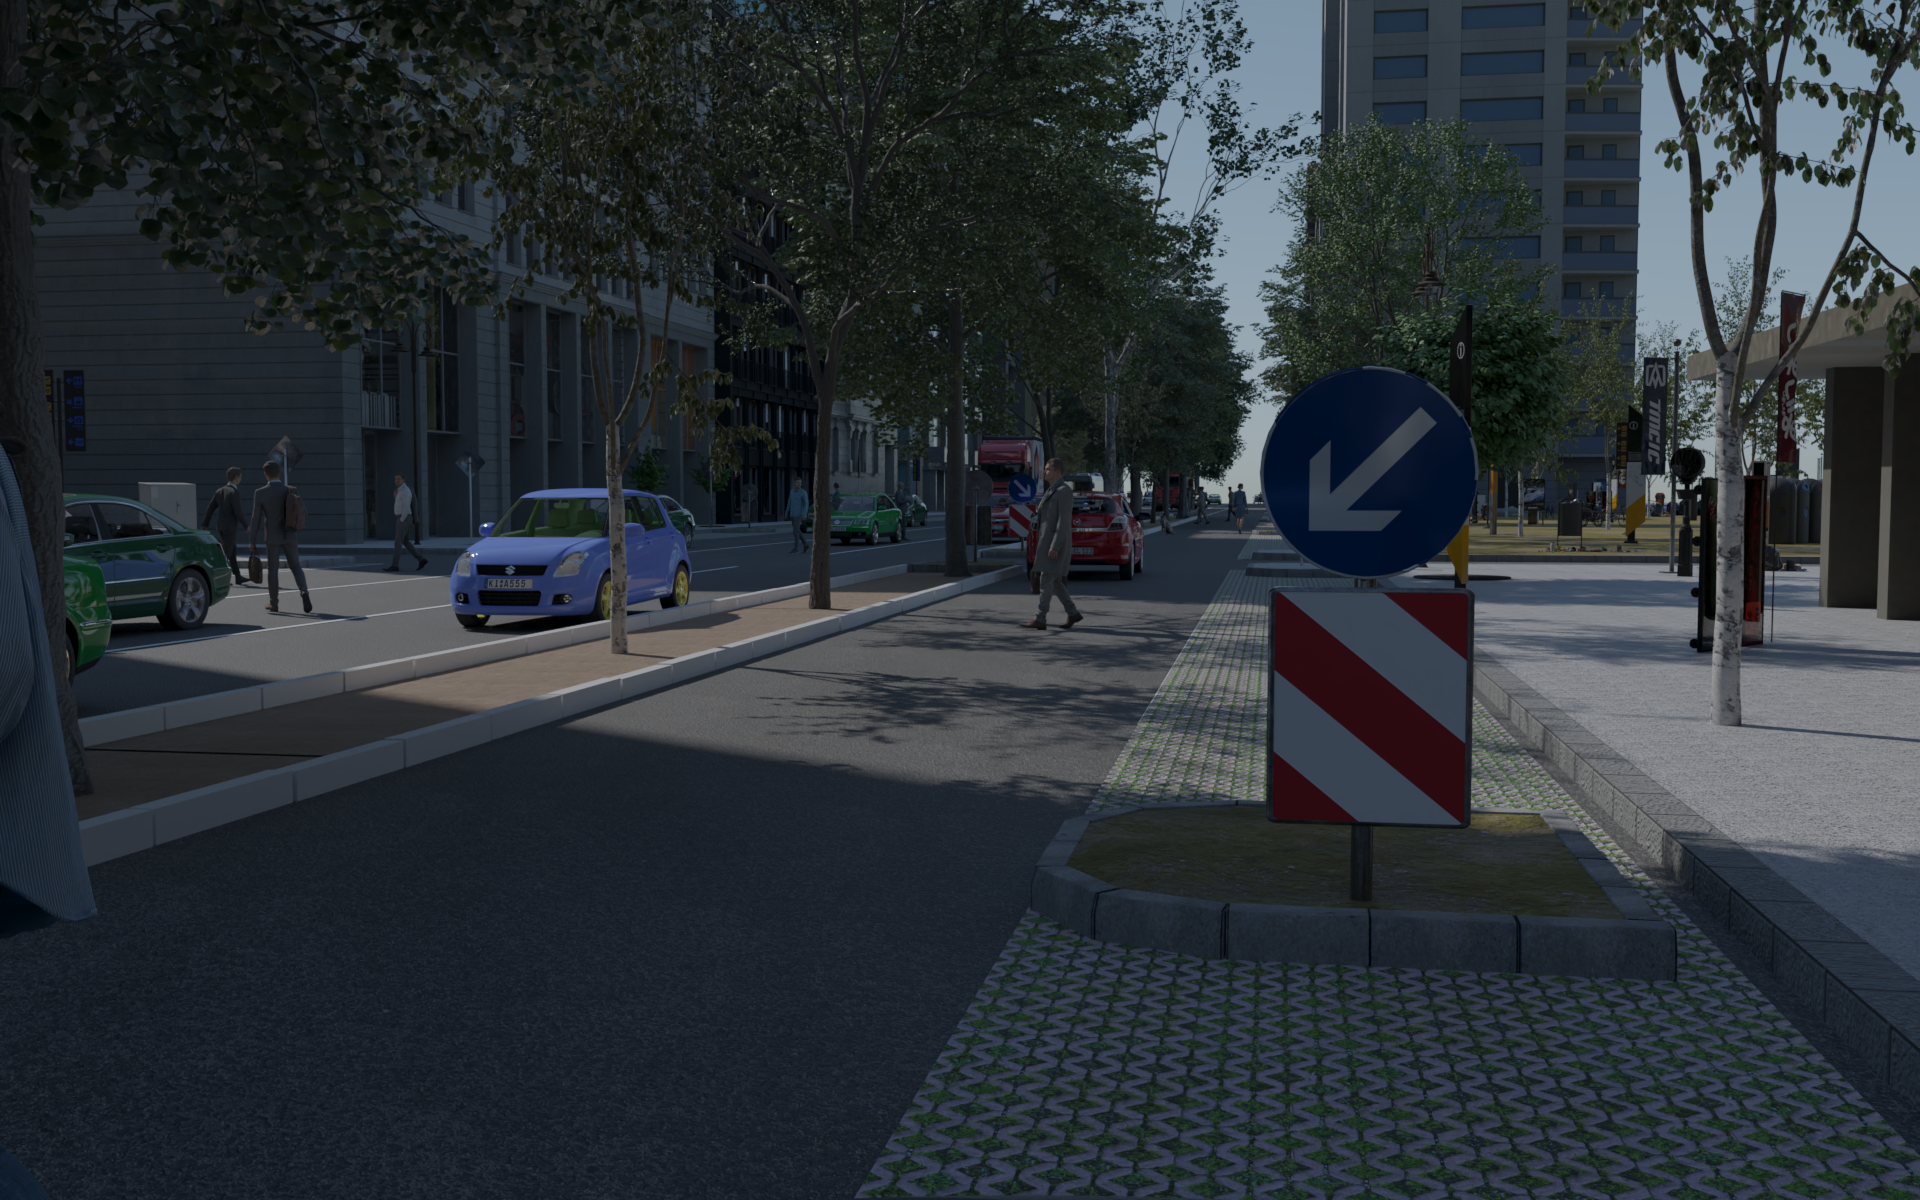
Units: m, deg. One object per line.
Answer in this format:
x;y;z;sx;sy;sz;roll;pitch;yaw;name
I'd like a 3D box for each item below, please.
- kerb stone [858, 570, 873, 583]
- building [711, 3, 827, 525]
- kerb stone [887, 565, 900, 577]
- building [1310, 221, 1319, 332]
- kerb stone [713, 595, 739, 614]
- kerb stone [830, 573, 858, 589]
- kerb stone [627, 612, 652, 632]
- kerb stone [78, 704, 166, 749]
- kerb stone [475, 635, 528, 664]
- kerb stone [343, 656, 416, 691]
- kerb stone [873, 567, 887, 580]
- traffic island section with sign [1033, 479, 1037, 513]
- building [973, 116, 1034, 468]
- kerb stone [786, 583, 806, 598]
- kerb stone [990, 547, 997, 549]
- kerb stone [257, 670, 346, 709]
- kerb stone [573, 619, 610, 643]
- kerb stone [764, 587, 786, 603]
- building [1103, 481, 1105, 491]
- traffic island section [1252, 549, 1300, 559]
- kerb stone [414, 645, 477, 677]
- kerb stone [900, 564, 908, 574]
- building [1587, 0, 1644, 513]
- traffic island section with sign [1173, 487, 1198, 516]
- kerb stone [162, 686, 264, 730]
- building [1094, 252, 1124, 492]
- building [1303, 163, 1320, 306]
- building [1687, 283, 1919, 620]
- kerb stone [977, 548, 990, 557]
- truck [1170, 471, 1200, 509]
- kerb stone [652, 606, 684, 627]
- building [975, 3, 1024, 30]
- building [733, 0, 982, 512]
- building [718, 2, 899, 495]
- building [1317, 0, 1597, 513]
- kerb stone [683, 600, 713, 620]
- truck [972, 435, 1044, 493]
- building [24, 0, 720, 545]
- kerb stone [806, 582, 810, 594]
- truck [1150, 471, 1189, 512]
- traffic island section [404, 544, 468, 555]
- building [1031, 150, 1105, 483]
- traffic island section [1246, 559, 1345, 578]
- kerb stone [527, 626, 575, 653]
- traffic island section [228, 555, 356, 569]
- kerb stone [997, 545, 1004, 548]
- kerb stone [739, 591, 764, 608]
-1.631;-0.362;28.112;0.120;0.150;1.000;1;4;10;kerb stone
-14.230;-15.369;80.962;12.332;23.373;15.834;1;4;10;building
-1.259;-0.485;30.126;0.120;0.150;1.000;1;4;10;kerb stone
43.398;-24.828;177.633;14.160;30.474;14.107;1;4;10;building
-2.922;0.071;21.035;0.120;0.150;1.000;1;4;10;kerb stone
-1.815;-0.298;27.105;0.120;0.150;1.000;1;4;10;kerb stone
-3.469;0.256;18.014;0.120;0.150;1.000;1;4;10;kerb stone
-4.944;0.749;9.948;0.120;0.150;1.000;1;4;10;kerb stone
-4.029;0.443;14.991;0.120;0.150;1.000;1;4;10;kerb stone
-4.395;0.564;12.970;0.120;0.150;1.000;1;4;10;kerb stone
-1.445;-0.424;29.121;0.120;0.150;1.000;1;4;10;kerb stone
1.519;-1.918;39.489;2.006;1.907;1.989;1;4;10;traffic island section with sign
-1.376;-28.786;154.251;14.154;41.232;14.086;1;4;10;building
-2.368;-0.109;24.073;0.120;0.150;1.000;1;4;10;kerb stone
0.674;-1.134;40.745;0.120;0.150;1.000;1;4;10;kerb stone
-4.580;0.626;11.964;0.120;0.150;1.000;1;4;10;kerb stone
-3.656;0.318;17.002;0.120;0.150;1.000;1;4;10;kerb stone
-2.546;-0.053;23.064;0.120;0.150;1.000;1;4;10;kerb stone
5.224;-33.725;243.287;32.217;40.220;23.993;1;4;10;building
7.563;-1.006;38.734;2.009;0.180;2.903;1;4;10;traffic island section
-4.203;0.502;13.982;0.120;0.150;1.000;1;4;10;kerb stone
-1.073;-0.547;31.131;0.120;0.150;1.000;1;4;10;kerb stone
38.543;-35.790;127.172;21.231;58.520;28.212;1;4;10;building
15.002;-6.439;113.412;2.006;1.907;1.989;1;4;10;traffic island section with sign
-4.763;0.688;10.954;0.120;0.150;1.000;1;4;10;kerb stone
17.160;-35.299;260.735;14.154;41.232;14.086;1;4;10;building
55.470;-34.783;223.326;22.147;44.769;28.867;1;4;10;building
17.055;-21.395;4.440;22.147;44.769;28.867;1;4;10;building
0.496;-1.073;39.734;0.120;0.150;1.000;1;4;10;kerb stone
21.749;-10.953;167.998;2.839;4.237;11.283;1;4;11;truck
-3.285;0.194;19.020;0.120;0.150;1.000;1;4;10;kerb stone
-2.260;-44.822;171.098;20.563;71.187;20.611;1;4;10;building
-10.606;-31.406;133.096;23.786;49.044;30.456;1;4;10;building
-11.994;-19.144;100.387;14.401;28.519;23.554;1;4;10;building
42.982;-37.516;155.384;21.231;58.520;28.212;1;4;10;building
-3.106;0.133;20.028;0.120;0.150;1.000;1;4;10;kerb stone
2.646;-5.882;85.090;2.839;4.237;11.283;1;4;9;truck
-18.186;-17.177;58.336;11.434;29.767;29.804;1;4;10;building
-2.183;-0.177;25.089;0.120;0.150;1.000;1;4;10;kerb stone
17.548;-9.495;144.151;2.839;4.237;11.283;1;4;10;truck
-11.956;-1.224;42.288;2.009;0.180;2.903;1;4;10;traffic island section
6.310;-34.343;216.136;22.147;44.769;28.867;1;4;10;building
6.129;-0.526;30.878;2.009;0.180;2.903;1;4;10;traffic island section
-3.839;0.379;15.995;0.120;0.150;1.000;1;4;10;kerb stone
-13.390;-0.743;34.432;2.009;0.180;2.903;1;4;10;traffic island section
0.858;-1.196;41.755;0.120;0.150;1.000;1;4;10;kerb stone
-2.734;0.010;22.059;0.120;0.150;1.000;1;4;10;kerb stone
